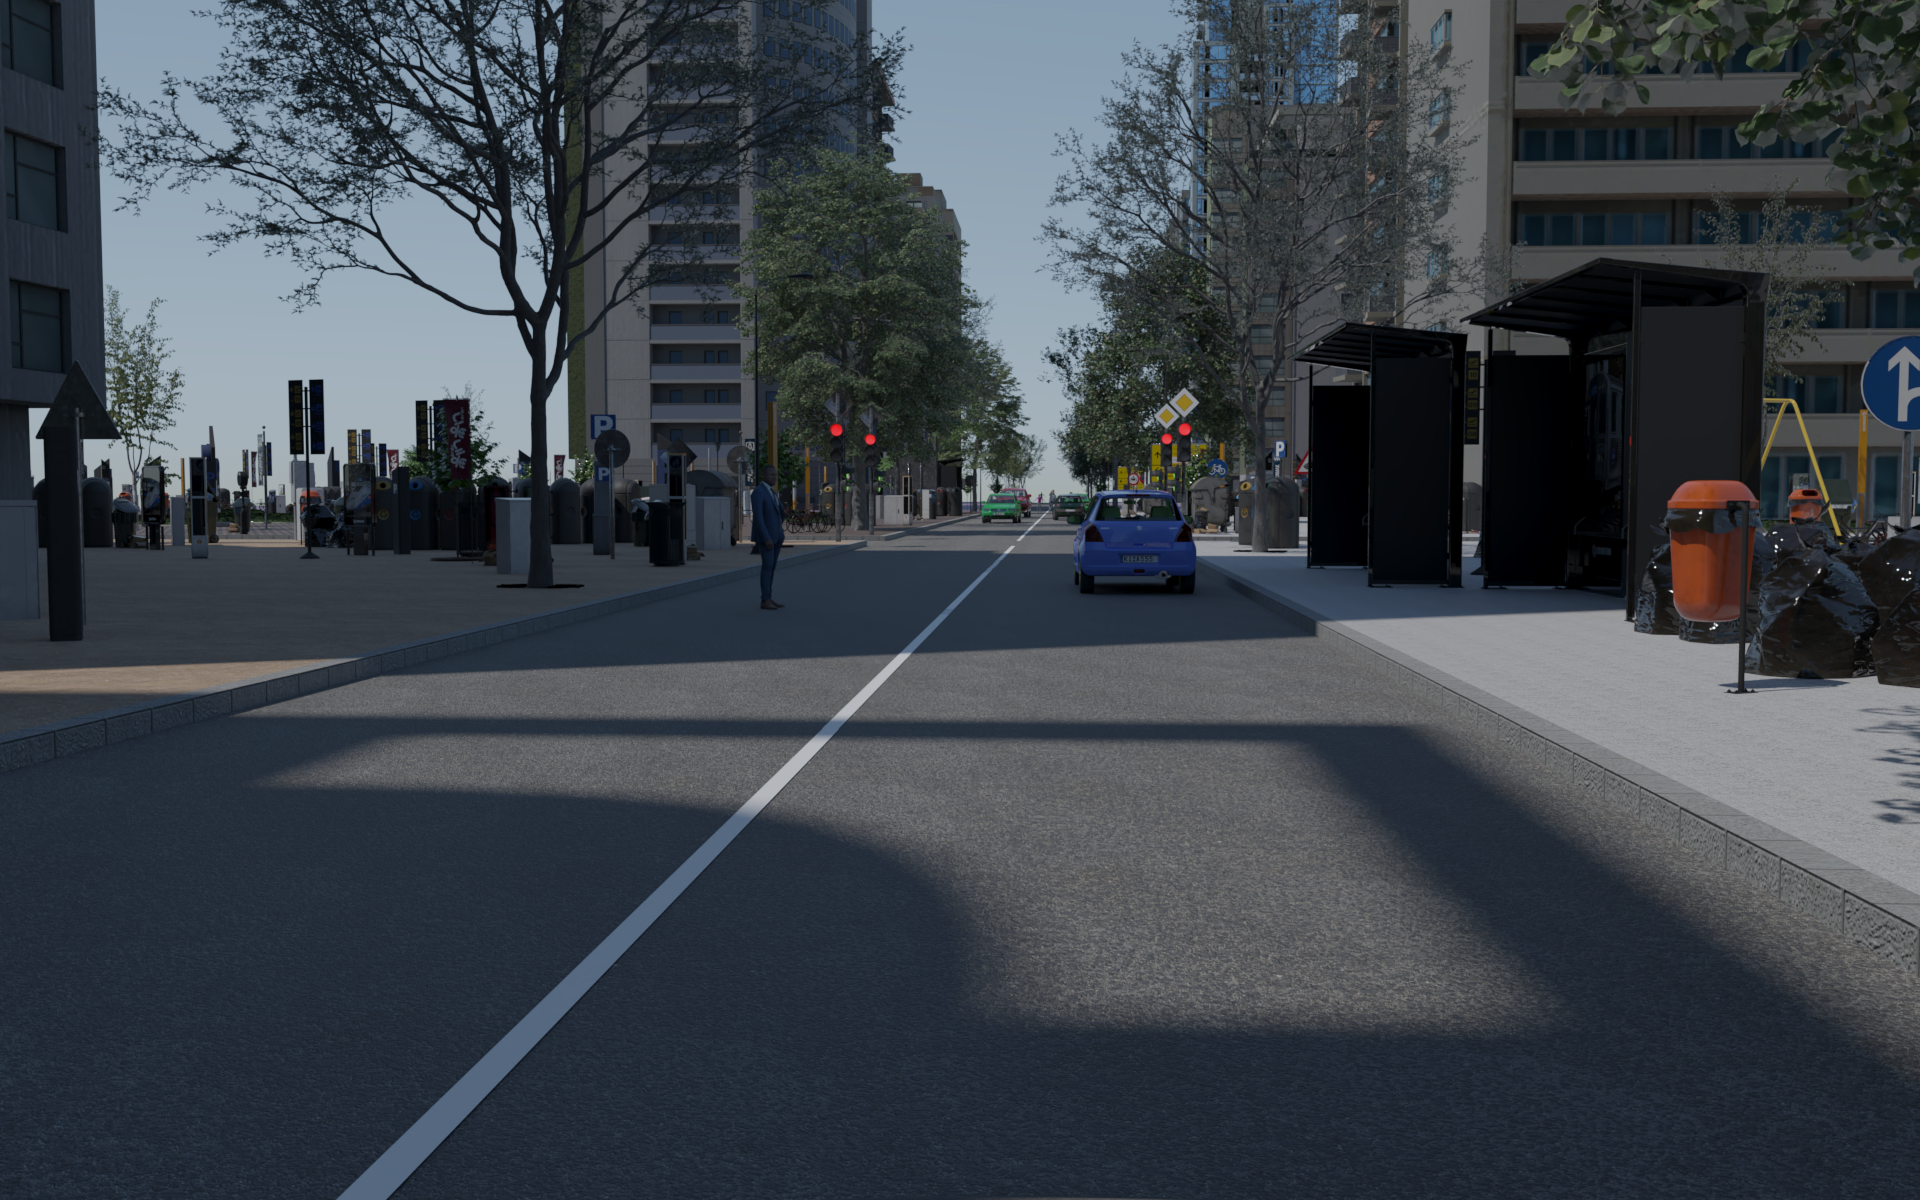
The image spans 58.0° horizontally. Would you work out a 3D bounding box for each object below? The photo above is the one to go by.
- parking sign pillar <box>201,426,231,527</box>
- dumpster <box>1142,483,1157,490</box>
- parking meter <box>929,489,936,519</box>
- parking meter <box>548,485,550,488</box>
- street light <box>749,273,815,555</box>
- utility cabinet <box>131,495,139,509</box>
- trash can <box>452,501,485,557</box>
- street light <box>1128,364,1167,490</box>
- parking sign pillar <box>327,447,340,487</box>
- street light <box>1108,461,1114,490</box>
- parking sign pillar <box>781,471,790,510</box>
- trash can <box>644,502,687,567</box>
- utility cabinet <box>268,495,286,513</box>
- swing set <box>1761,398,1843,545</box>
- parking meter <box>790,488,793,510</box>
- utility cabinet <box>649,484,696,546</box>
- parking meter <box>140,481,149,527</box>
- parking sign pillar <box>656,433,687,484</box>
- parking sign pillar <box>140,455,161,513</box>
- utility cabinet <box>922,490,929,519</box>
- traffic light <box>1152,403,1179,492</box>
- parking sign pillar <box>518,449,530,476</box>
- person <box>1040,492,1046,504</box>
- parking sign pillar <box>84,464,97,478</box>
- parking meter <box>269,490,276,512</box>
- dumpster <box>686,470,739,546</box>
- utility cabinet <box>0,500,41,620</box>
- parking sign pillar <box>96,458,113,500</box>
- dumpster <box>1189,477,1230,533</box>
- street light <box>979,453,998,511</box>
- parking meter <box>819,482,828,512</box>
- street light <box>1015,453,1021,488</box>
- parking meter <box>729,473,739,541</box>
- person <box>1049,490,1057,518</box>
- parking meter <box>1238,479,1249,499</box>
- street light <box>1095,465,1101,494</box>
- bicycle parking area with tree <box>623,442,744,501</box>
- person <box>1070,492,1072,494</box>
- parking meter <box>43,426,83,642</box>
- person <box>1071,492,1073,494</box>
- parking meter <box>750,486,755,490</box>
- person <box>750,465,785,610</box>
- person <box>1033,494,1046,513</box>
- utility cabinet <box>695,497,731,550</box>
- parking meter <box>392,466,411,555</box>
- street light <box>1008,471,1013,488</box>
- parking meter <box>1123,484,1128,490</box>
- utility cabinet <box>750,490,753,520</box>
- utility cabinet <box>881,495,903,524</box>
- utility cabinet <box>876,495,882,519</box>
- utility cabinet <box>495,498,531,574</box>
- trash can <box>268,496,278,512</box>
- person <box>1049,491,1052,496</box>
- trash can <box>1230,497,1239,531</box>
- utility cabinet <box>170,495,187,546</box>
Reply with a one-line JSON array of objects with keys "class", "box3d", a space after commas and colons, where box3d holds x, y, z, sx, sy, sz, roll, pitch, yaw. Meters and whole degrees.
[{"class": "parking sign pillar", "box3d": [-29.353, -4.847, 67.727, 1.447, 3.967, 1.447, -2, 4, -26]}, {"class": "dumpster", "box3d": [9.666, -4.909, 86.021, 1.264, 1.857, 1.865, 0, 4, 3]}, {"class": "parking meter", "box3d": [-1.384, -4.848, 87.681, 0.372, 1.533, 0.369, 0, 3, 0]}, {"class": "parking meter", "box3d": [-27.303, -6.660, 114.598, 0.255, 1.863, 0.399, -3, 5, -41]}, {"class": "street light", "box3d": [-3.752, -3.915, 36.552, 1.470, 5.913, 1.316, 0, 4, 3]}, {"class": "utility cabinet", "box3d": [-59.598, -6.951, 124.812, 0.306, 1.237, 1.020, 0, 4, 4]}, {"class": "trash can", "box3d": [-9.873, -1.428, 35.007, 0.748, 1.137, 0.748, 0, 3, 0]}, {"class": "street light", "box3d": [6.832, -5.479, 62.126, 1.470, 5.913, 1.316, 0, 4, 3]}, {"class": "parking sign pillar", "box3d": [-35.805, -6.759, 98.989, 1.447, 3.967, 1.447, -2, 4, -31]}, {"class": "street light", "box3d": [8.806, -7.547, 95.935, 1.470, 5.913, 1.316, 0, 4, 3]}, {"class": "parking sign pillar", "box3d": [-9.186, -6.014, 86.800, 1.447, 3.967, 1.447, -3, 4, -36]}, {"class": "trash can", "box3d": [-5.216, -1.167, 30.742, 0.748, 1.137, 0.748, 0, 3, 0]}, {"class": "utility cabinet", "box3d": [-43.712, -6.098, 110.869, 1.020, 1.237, 0.306, -1, 4, -12]}, {"class": "swing set", "box3d": [12.438, -1.870, 28.191, 3.119, 2.851, 2.862, -1, 4, -18]}, {"class": "parking meter", "box3d": [-12.060, -7.193, 123.311, 0.255, 1.863, 0.399, 3, 5, 40]}, {"class": "utility cabinet", "box3d": [-6.397, -1.829, 38.583, 1.173, 1.500, 0.318, 3, 4, 37]}, {"class": "parking meter", "box3d": [-31.970, -3.813, 68.047, 0.255, 1.863, 0.399, 1, 4, 18]}, {"class": "parking sign pillar", "box3d": [-12.721, -5.381, 76.456, 1.447, 3.967, 1.447, 0, 4, 2]}, {"class": "parking sign pillar", "box3d": [-56.041, -8.044, 119.991, 1.447, 3.967, 1.447, 3, 5, 45]}, {"class": "utility cabinet", "box3d": [-1.561, -4.908, 88.929, 0.318, 1.500, 1.173, -1, 4, -23]}, {"class": "traffic light", "box3d": [6.384, -3.968, 53.791, 0.839, 4.253, 0.868, 0, 4, 3]}, {"class": "parking sign pillar", "box3d": [-25.906, -7.093, 104.439, 1.447, 3.967, 1.447, -2, 4, -31]}, {"class": "person", "box3d": [11.779, -14.755, 250.463, 1.217, 1.735, 0.721, 0, 4, 7]}, {"class": "parking sign pillar", "box3d": [-57.201, -7.562, 112.107, 1.447, 3.967, 1.447, 0, 4, 3]}, {"class": "parking meter", "box3d": [-38.371, -5.399, 96.680, 0.372, 1.533, 0.369, 0, 3, 0]}, {"class": "dumpster", "box3d": [-6.143, -2.217, 42.012, 1.264, 1.857, 1.865, 0, 4, 3]}, {"class": "utility cabinet", "box3d": [-9.946, -0.394, 17.603, 1.020, 1.237, 0.306, -2, 4, -31]}, {"class": "parking sign pillar", "box3d": [-64.978, -8.741, 131.393, 1.447, 3.967, 1.447, 1, 4, 11]}, {"class": "dumpster", "box3d": [8.384, -3.199, 58.054, 1.264, 1.857, 1.865, 0, 4, 3]}, {"class": "street light", "box3d": [2.112, -9.715, 131.381, 1.470, 5.913, 1.316, 0, 4, 3]}, {"class": "parking meter", "box3d": [-6.564, -4.757, 83.483, 0.399, 1.863, 0.255, -3, 5, -42]}, {"class": "street light", "box3d": [6.016, -13.711, 196.710, 1.470, 5.913, 1.316, 0, 4, 3]}, {"class": "parking meter", "box3d": [-6.156, -2.539, 47.222, 0.255, 1.863, 0.399, 0, 4, 0]}, {"class": "person", "box3d": [5.600, -5.789, 104.158, 0.512, 1.701, 0.522, 1, 4, 18]}, {"class": "parking meter", "box3d": [11.104, -3.796, 67.768, 0.399, 1.863, 0.255, 0, 4, -4]}, {"class": "street light", "box3d": [11.450, -10.221, 139.651, 1.470, 5.913, 1.316, 0, 4, 3]}, {"class": "bicycle parking area with tree", "box3d": [-16.051, -6.653, 95.783, 8.231, 4.147, 9.016, 1, 4, 10]}, {"class": "person", "box3d": [16.065, -14.801, 251.169, 0.621, 1.740, 0.551, -2, 4, -34]}, {"class": "parking meter", "box3d": [-7.870, -0.581, 15.204, 0.255, 1.863, 0.399, -2, 4, -25]}, {"class": "person", "box3d": [16.936, -15.495, 262.624, 1.217, 1.735, 0.721, -2, 4, -24]}, {"class": "parking meter", "box3d": [-15.397, -7.523, 128.709, 0.399, 1.863, 0.255, 1, 4, 14]}, {"class": "person", "box3d": [-2.420, -0.801, 21.785, 0.419, 1.800, 0.721, 1, 4, 9]}, {"class": "person", "box3d": [6.135, -7.483, 134.072, 0.991, 1.433, 0.599, 1, 4, 10]}, {"class": "utility cabinet", "box3d": [-5.690, -1.755, 39.851, 0.306, 1.237, 1.020, 2, 4, 29]}, {"class": "parking meter", "box3d": [-11.890, -1.905, 36.855, 0.255, 1.863, 0.399, -3, 5, -40]}, {"class": "street light", "box3d": [4.057, -11.715, 164.087, 1.470, 5.913, 1.316, 0, 4, 3]}, {"class": "parking meter", "box3d": [10.017, -6.012, 104.014, 0.399, 1.863, 0.255, 0, 4, -2]}, {"class": "utility cabinet", "box3d": [-9.632, -4.604, 83.951, 0.318, 1.500, 1.173, 3, 5, 40]}, {"class": "utility cabinet", "box3d": [-2.761, -3.884, 74.661, 1.020, 1.237, 0.306, 2, 4, 24]}, {"class": "utility cabinet", "box3d": [-4.206, -4.853, 90.511, 0.306, 1.237, 1.020, 0, 4, 8]}, {"class": "utility cabinet", "box3d": [-7.124, -1.043, 28.217, 0.306, 1.237, 1.020, 1, 4, 23]}, {"class": "trash can", "box3d": [-42.746, -5.862, 107.491, 0.748, 1.137, 0.748, 0, 3, 0]}, {"class": "person", "box3d": [12.423, -13.861, 234.993, 0.709, 1.838, 0.599, -2, 4, -31]}, {"class": "trash can", "box3d": [9.375, -2.798, 57.402, 0.748, 1.137, 0.748, 0, 3, 0]}, {"class": "utility cabinet", "box3d": [-19.543, -1.964, 43.270, 0.306, 1.237, 1.020, -2, 4, -27]}]
